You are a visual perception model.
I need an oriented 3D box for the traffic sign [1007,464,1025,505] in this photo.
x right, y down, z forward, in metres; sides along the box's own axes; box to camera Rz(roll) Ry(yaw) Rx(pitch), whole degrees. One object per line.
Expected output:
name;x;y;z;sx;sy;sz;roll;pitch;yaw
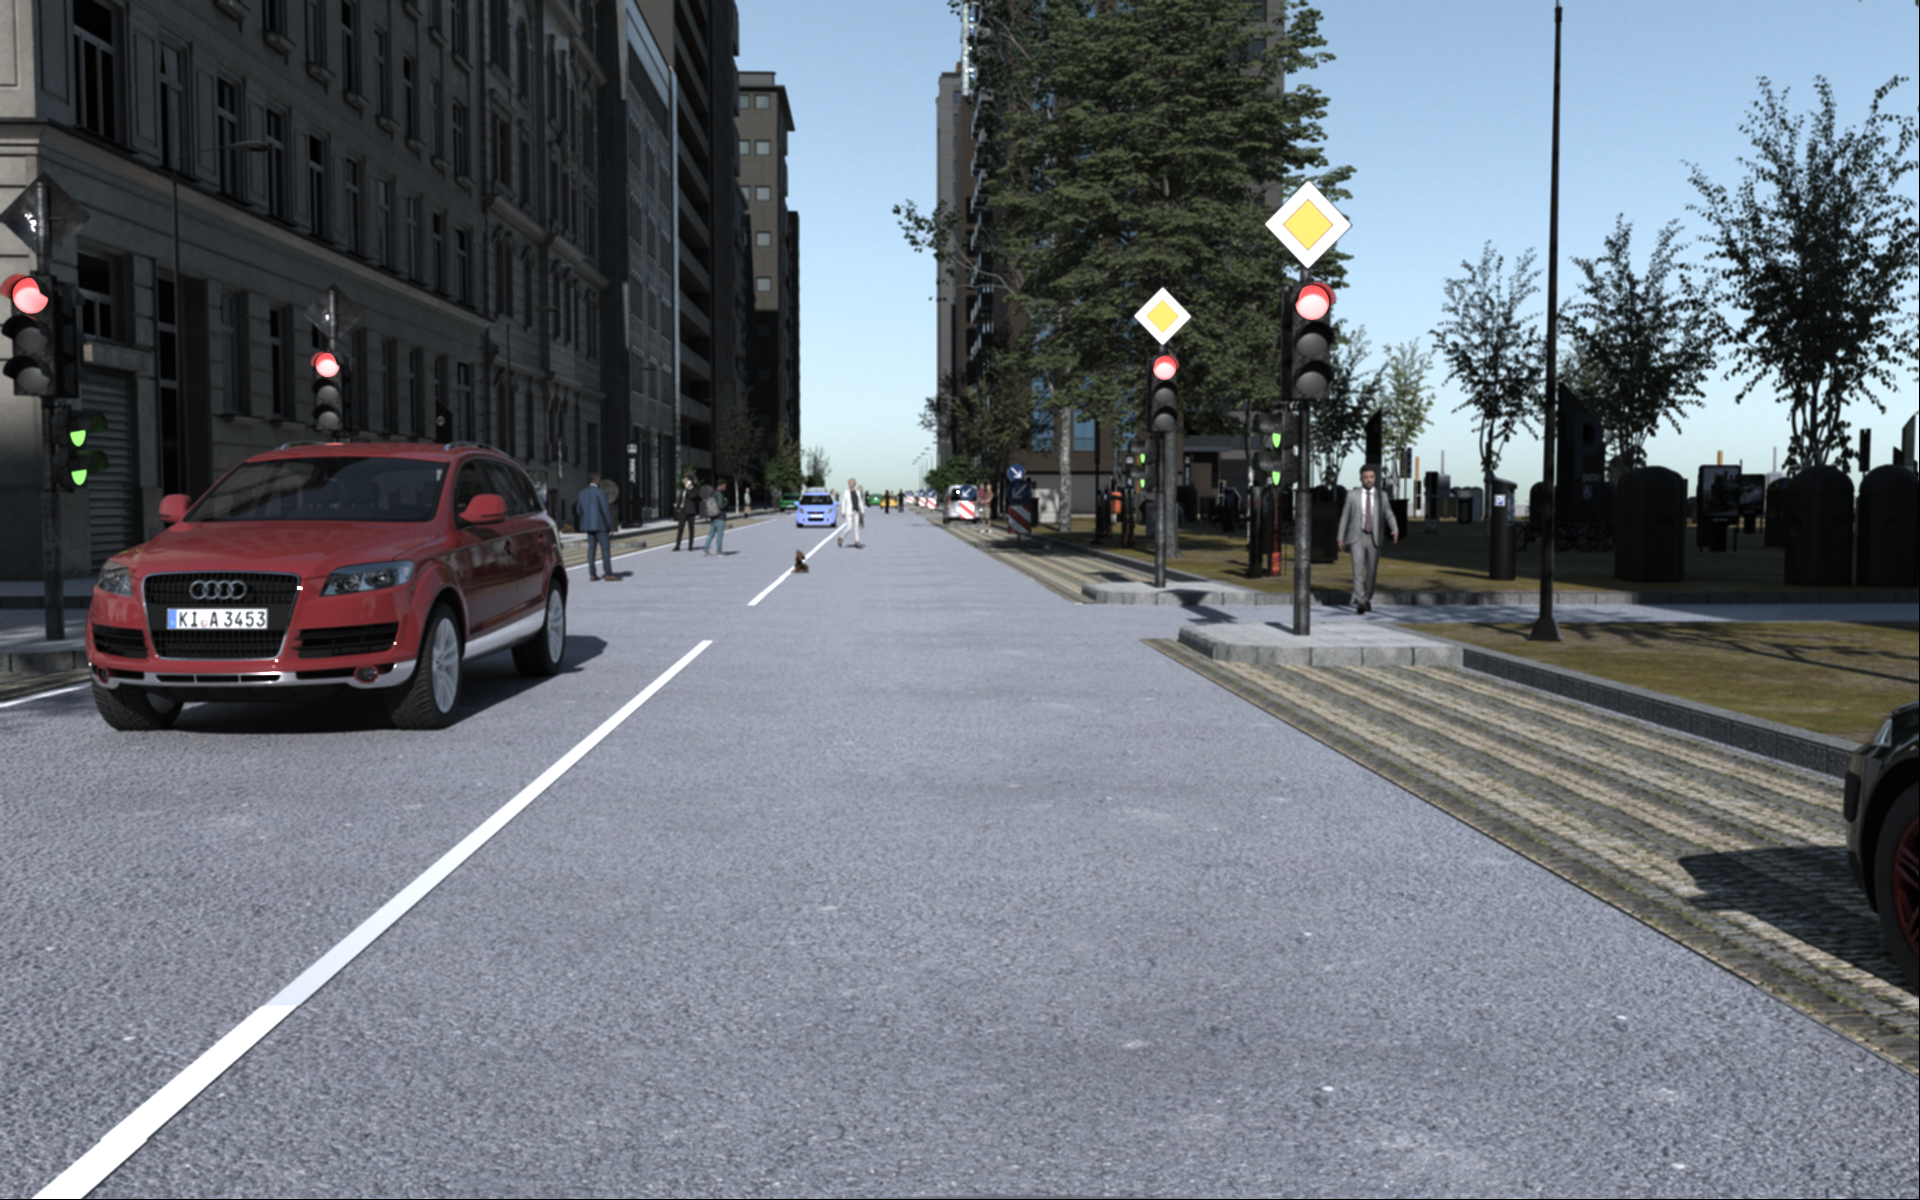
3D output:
traffic sign;2.355;-4.429;72.512;0.768;2.556;0.104;0;4;1

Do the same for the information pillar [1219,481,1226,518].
information pillar;14.309;-5.504;94.478;0.304;2.012;0.304;2;4;34

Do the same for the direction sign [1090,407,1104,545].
direction sign;3.485;-3.178;43.955;0.379;3.537;0.876;1;4;11

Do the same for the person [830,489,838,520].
person;-6.952;-5.210;94.693;0.512;1.701;0.522;-1;4;-22

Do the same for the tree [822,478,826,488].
tree;-20.815;-16.182;248.295;4.285;4.588;4.351;0;3;0

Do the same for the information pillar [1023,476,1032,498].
information pillar;2.788;-4.124;71.912;0.304;2.012;0.304;-1;4;-19

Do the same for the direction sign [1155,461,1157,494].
direction sign;10.442;-6.115;91.980;0.379;3.537;0.876;0;4;-2

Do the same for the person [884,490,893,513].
person;-5.341;-7.309;128.721;0.721;1.735;1.217;-2;4;-30

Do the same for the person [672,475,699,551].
person;-6.906;-2.191;43.691;0.648;1.900;0.474;1;4;16

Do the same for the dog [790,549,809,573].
dog;-3.001;-0.709;31.781;0.550;0.427;0.748;2;4;26

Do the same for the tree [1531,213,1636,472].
tree;18.086;-5.858;46.137;4.737;8.622;4.395;0;3;0

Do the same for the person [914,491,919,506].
person;-5.098;-11.896;202.863;0.599;1.838;0.709;3;5;39

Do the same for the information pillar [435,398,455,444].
information pillar;-12.516;-3.105;42.125;0.504;3.616;0.183;1;4;20

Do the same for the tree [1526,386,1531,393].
tree;25.922;-7.443;72.062;4.737;8.622;4.395;0;3;0

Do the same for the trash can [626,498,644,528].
trash can;-12.341;-3.302;65.641;0.748;1.137;0.748;0;3;0

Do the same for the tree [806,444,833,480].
tree;-21.270;-18.784;257.476;4.360;8.622;3.978;0;3;0

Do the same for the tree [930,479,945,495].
tree;-2.092;-11.681;185.585;1.663;3.219;1.824;0;3;0

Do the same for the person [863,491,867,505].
person;-12.096;-13.115;222.915;1.348;1.826;0.705;-2;4;-34

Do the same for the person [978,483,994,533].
person;0.922;-3.391;63.911;0.580;1.828;0.573;-1;4;-15

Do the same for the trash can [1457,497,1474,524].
trash can;21.890;-3.877;75.035;0.748;1.137;0.748;0;3;0

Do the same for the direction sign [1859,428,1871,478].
direction sign;31.442;-4.174;60.246;0.379;3.537;0.876;0;4;7

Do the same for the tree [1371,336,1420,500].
tree;16.195;-7.546;73.736;4.737;8.622;4.395;0;3;0

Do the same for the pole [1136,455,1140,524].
pole;7.619;-4.904;74.028;0.158;3.312;0.155;0;3;0

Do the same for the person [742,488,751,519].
person;-11.966;-5.387;97.070;0.515;1.767;0.782;0;4;-3

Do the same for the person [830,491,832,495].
person;-14.470;-11.358;194.290;0.705;1.812;1.348;1;4;14

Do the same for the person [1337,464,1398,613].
person;4.904;-0.740;20.878;0.678;1.792;0.850;0;4;5

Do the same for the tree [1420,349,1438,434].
tree;20.561;-8.022;81.519;4.737;8.622;4.395;0;3;0

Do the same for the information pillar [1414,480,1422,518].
information pillar;24.167;-5.319;91.465;0.304;2.012;0.304;0;4;-8

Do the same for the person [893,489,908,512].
person;-4.715;-7.919;138.003;1.348;1.821;0.705;2;4;26

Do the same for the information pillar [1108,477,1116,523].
information pillar;6.686;-4.377;76.057;0.304;2.012;0.304;0;4;-7

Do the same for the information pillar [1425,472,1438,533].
information pillar;15.445;-3.196;56.744;0.304;2.012;0.304;-1;4;-11

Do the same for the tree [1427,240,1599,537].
tree;15.891;-6.166;51.170;4.360;8.622;3.978;0;3;0

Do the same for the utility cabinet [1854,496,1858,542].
utility cabinet;24.299;-2.124;45.895;1.020;1.237;0.306;2;4;35

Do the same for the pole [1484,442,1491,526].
pole;20.865;-4.565;68.480;0.158;3.312;0.155;0;3;0

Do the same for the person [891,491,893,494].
person;-9.463;-14.255;241.576;0.705;1.824;1.348;-1;4;-20

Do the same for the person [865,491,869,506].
person;-10.755;-11.837;202.172;0.705;1.807;1.348;-2;4;-30

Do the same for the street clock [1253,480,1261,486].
street clock;15.442;-5.258;90.542;0.471;2.002;0.358;3;5;41

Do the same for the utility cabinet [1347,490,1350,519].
utility cabinet;19.481;-4.878;88.426;1.173;1.500;0.318;-2;4;-35

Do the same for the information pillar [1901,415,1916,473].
information pillar;28.060;-3.666;51.288;0.504;3.616;0.183;-2;4;-27

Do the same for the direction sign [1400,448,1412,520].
direction sign;21.774;-5.667;84.658;0.876;3.537;0.379;-3;4;-38

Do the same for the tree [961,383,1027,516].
tree;2.056;-9.325;102.829;4.360;8.622;3.978;0;3;0

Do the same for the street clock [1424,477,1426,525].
street clock;19.498;-4.137;72.206;0.358;2.002;0.471;0;4;-1

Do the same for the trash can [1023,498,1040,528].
trash can;2.712;-3.360;66.586;0.748;1.137;0.748;0;3;0

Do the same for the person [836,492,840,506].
person;-14.886;-12.397;211.993;0.742;1.727;0.445;1;4;23

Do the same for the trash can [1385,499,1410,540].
trash can;12.349;-2.286;49.025;0.748;1.137;0.748;0;3;0

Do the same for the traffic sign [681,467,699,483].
traffic sign;-12.950;-5.083;83.105;0.884;2.594;0.081;0;4;-1

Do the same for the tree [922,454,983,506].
tree;0.039;-8.784;127.325;4.285;4.588;4.351;0;3;0

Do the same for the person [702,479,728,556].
person;-5.569;-1.893;39.803;0.623;1.781;0.721;3;5;44

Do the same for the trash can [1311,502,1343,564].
trash can;6.677;-1.243;31.984;0.748;1.137;0.748;0;3;0

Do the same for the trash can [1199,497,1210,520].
trash can;12.203;-4.540;85.884;0.748;1.137;0.748;0;3;0

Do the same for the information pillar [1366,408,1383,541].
information pillar;11.263;-3.410;47.112;0.183;3.616;0.504;-3;5;-42

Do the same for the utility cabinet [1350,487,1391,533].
utility cabinet;13.473;-2.937;56.694;1.173;1.500;0.318;0;4;4

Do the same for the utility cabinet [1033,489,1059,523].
utility cabinet;3.786;-4.153;76.574;1.173;1.500;0.318;-2;4;-26

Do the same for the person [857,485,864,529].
person;-4.248;-3.882;72.148;0.526;1.800;0.537;1;4;21

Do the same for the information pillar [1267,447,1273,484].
information pillar;15.320;-5.738;85.164;0.504;3.616;0.183;3;5;42

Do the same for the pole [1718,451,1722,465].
pole;35.890;-5.384;81.866;0.158;3.312;0.155;0;3;0

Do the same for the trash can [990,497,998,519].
trash can;1.638;-4.758;89.441;0.748;1.137;0.748;0;3;0

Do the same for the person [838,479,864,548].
person;-2.888;-2.289;45.803;0.818;1.842;0.514;3;5;41

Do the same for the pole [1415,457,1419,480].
pole;25.112;-6.199;95.203;0.158;3.312;0.155;0;3;0

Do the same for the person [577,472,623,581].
person;-5.987;-1.218;28.595;0.721;1.800;0.419;1;4;20
